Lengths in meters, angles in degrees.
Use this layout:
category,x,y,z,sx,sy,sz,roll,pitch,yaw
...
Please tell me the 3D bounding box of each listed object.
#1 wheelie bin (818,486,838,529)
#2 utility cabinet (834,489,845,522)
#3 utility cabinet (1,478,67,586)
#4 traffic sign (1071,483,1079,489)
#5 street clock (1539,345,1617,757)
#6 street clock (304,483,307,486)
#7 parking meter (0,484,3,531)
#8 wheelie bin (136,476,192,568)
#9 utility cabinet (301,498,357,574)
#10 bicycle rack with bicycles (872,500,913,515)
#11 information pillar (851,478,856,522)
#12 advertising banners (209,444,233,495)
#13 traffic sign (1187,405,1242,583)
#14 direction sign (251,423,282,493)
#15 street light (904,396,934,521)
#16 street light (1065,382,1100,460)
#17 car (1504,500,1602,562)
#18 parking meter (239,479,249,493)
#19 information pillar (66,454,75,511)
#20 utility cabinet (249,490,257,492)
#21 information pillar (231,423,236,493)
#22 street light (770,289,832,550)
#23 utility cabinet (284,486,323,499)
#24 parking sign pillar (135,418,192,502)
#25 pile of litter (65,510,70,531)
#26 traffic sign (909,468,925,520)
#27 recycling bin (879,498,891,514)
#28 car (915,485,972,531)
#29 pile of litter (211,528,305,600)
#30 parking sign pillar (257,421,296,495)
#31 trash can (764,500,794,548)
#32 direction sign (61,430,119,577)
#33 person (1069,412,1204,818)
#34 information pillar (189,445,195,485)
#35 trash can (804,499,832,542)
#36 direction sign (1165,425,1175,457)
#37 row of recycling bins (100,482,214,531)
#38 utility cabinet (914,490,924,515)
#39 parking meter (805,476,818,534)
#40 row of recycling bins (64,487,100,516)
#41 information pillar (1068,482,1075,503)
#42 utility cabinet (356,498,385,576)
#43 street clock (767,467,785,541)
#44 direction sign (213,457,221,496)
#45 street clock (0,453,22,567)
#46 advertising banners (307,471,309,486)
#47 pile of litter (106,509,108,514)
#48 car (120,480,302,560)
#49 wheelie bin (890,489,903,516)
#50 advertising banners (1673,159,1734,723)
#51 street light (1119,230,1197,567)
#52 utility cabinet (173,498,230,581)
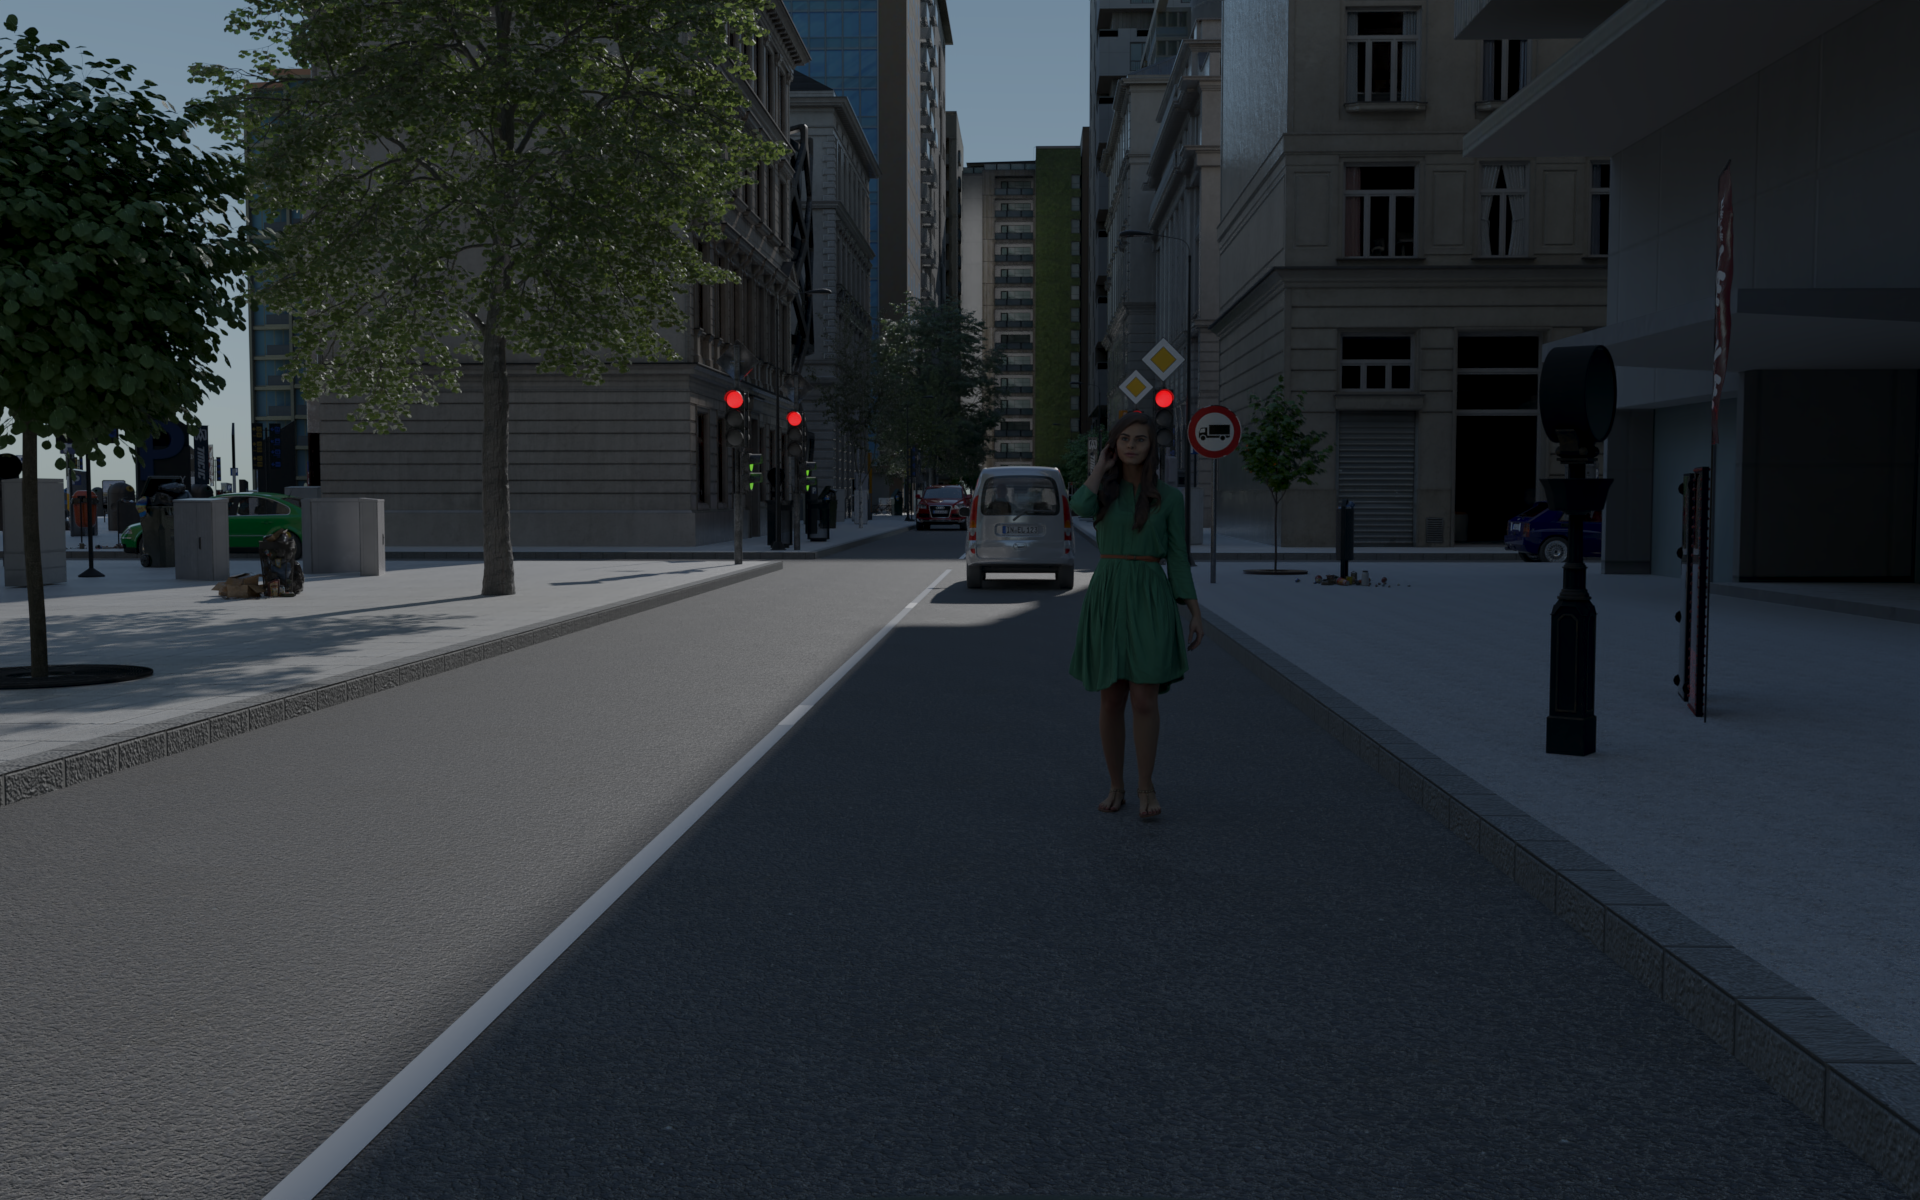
category,x,y,z,sx,sy,sz,roll,pitch,yaw
wheelie bin,-4.923,-3.468,64.607,0.693,1.594,0.980,-1,4,-20
utility cabinet,-5.724,-4.277,78.609,0.318,1.500,1.173,2,4,35
utility cabinet,-12.942,-0.950,24.208,0.318,1.500,1.173,0,4,-3
traffic sign,6.837,-6.131,100.247,0.884,2.594,0.081,1,4,9
street clock,3.028,-0.242,8.524,0.358,2.002,0.471,3,4,38
street clock,-41.631,-6.479,110.503,0.471,2.002,0.358,3,5,39
parking meter,-33.211,-3.329,60.134,0.255,1.863,0.399,-1,4,-13
wheelie bin,-13.923,-1.377,30.424,0.693,1.594,0.980,2,4,30
utility cabinet,-10.185,-1.043,28.207,0.306,1.237,1.020,3,4,38
bicycle rack with bicycles,-4.367,-5.776,107.818,2.925,0.926,2.852,-1,4,-16
information pillar,-4.855,-4.661,80.694,0.304,2.012,0.304,2,4,24
advertising banners,-25.844,-3.932,60.480,0.090,3.025,2.074,-3,5,-44
traffic sign,3.642,-1.513,24.839,0.768,2.556,0.104,0,4,7
direction sign,-22.136,-3.874,55.338,0.876,3.537,0.379,-2,4,-24
street light,-1.937,-6.690,81.929,1.470,5.913,1.316,0,4,2
street light,5.221,-6.059,71.606,1.470,5.913,1.316,0,4,2
car,13.065,-1.359,34.795,3.894,1.354,1.945,0,4,3
parking meter,-28.308,-3.840,68.493,0.255,1.863,0.399,0,4,-1
information pillar,-41.740,-5.504,81.349,0.183,3.616,0.504,1,4,15
utility cabinet,-38.977,-5.350,96.157,1.173,1.500,0.318,0,4,-4
information pillar,-23.738,-3.993,56.645,0.183,3.616,0.504,-1,4,-20
street light,-3.606,-4.087,39.360,1.470,5.913,1.316,0,4,2
utility cabinet,-18.854,-2.516,49.817,1.173,1.500,0.318,1,4,21
parking sign pillar,-21.021,-3.499,45.687,1.447,3.967,1.447,-2,4,-33
pile of litter,-31.622,-2.899,61.365,1.176,0.858,1.719,-2,4,-33
traffic sign,-2.138,-5.155,84.287,0.884,2.594,0.081,0,4,6
recycling bin,-4.948,-6.224,114.323,0.722,1.027,0.722,0,4,8
car,-0.607,-3.726,69.599,2.281,1.827,5.304,0,4,4
pile of litter,-8.853,-0.478,21.784,1.176,0.858,1.719,0,4,4
parking sign pillar,-24.897,-4.562,63.061,1.447,3.967,1.447,-2,4,-27
trash can,-4.292,-1.810,41.249,0.748,1.137,0.748,0,3,0
direction sign,-13.445,-2.123,26.705,0.876,3.537,0.379,-1,4,-21
person,0.775,0.062,7.736,0.600,1.795,0.529,0,3,0
information pillar,-36.565,-5.587,82.698,0.504,3.616,0.183,1,4,13
trash can,-3.821,-2.145,46.724,0.748,1.137,0.748,0,3,0
direction sign,6.748,-3.932,56.292,0.379,3.537,0.876,3,4,36
row of recycling bins,-28.381,-3.328,61.519,3.534,1.692,1.069,-3,5,-43
utility cabinet,-2.438,-5.944,105.860,0.318,1.500,1.173,-2,4,-28
parking meter,-4.779,-3.059,55.723,0.255,1.863,0.399,3,4,36
row of recycling bins,-51.142,-5.694,100.215,3.534,1.692,1.069,0,4,6
information pillar,6.902,-6.279,107.160,0.304,2.012,0.304,3,4,36
utility cabinet,-9.357,-1.005,27.598,0.306,1.237,1.020,-1,4,-13
street clock,-4.977,-2.588,46.886,0.471,2.002,0.358,-1,4,-14
direction sign,-45.212,-6.925,105.217,0.379,3.537,0.876,1,4,22
street clock,-16.830,-1.593,30.617,0.471,2.002,0.358,-3,4,-38
advertising banners,-41.758,-7.039,111.280,2.074,3.025,0.090,0,4,4
pile of litter,-54.571,-5.905,110.508,1.176,0.858,1.719,-1,4,-9
car,-15.232,-1.696,36.533,4.718,1.807,1.959,0,4,2
wheelie bin,-3.740,-5.827,103.175,0.693,1.594,0.980,-2,4,-23
advertising banners,4.335,-0.852,10.118,0.090,3.025,2.074,1,4,18
street light,3.495,-3.551,30.607,1.470,5.913,1.316,0,4,2
utility cabinet,-11.346,-0.901,25.892,1.020,1.237,0.306,2,4,35
